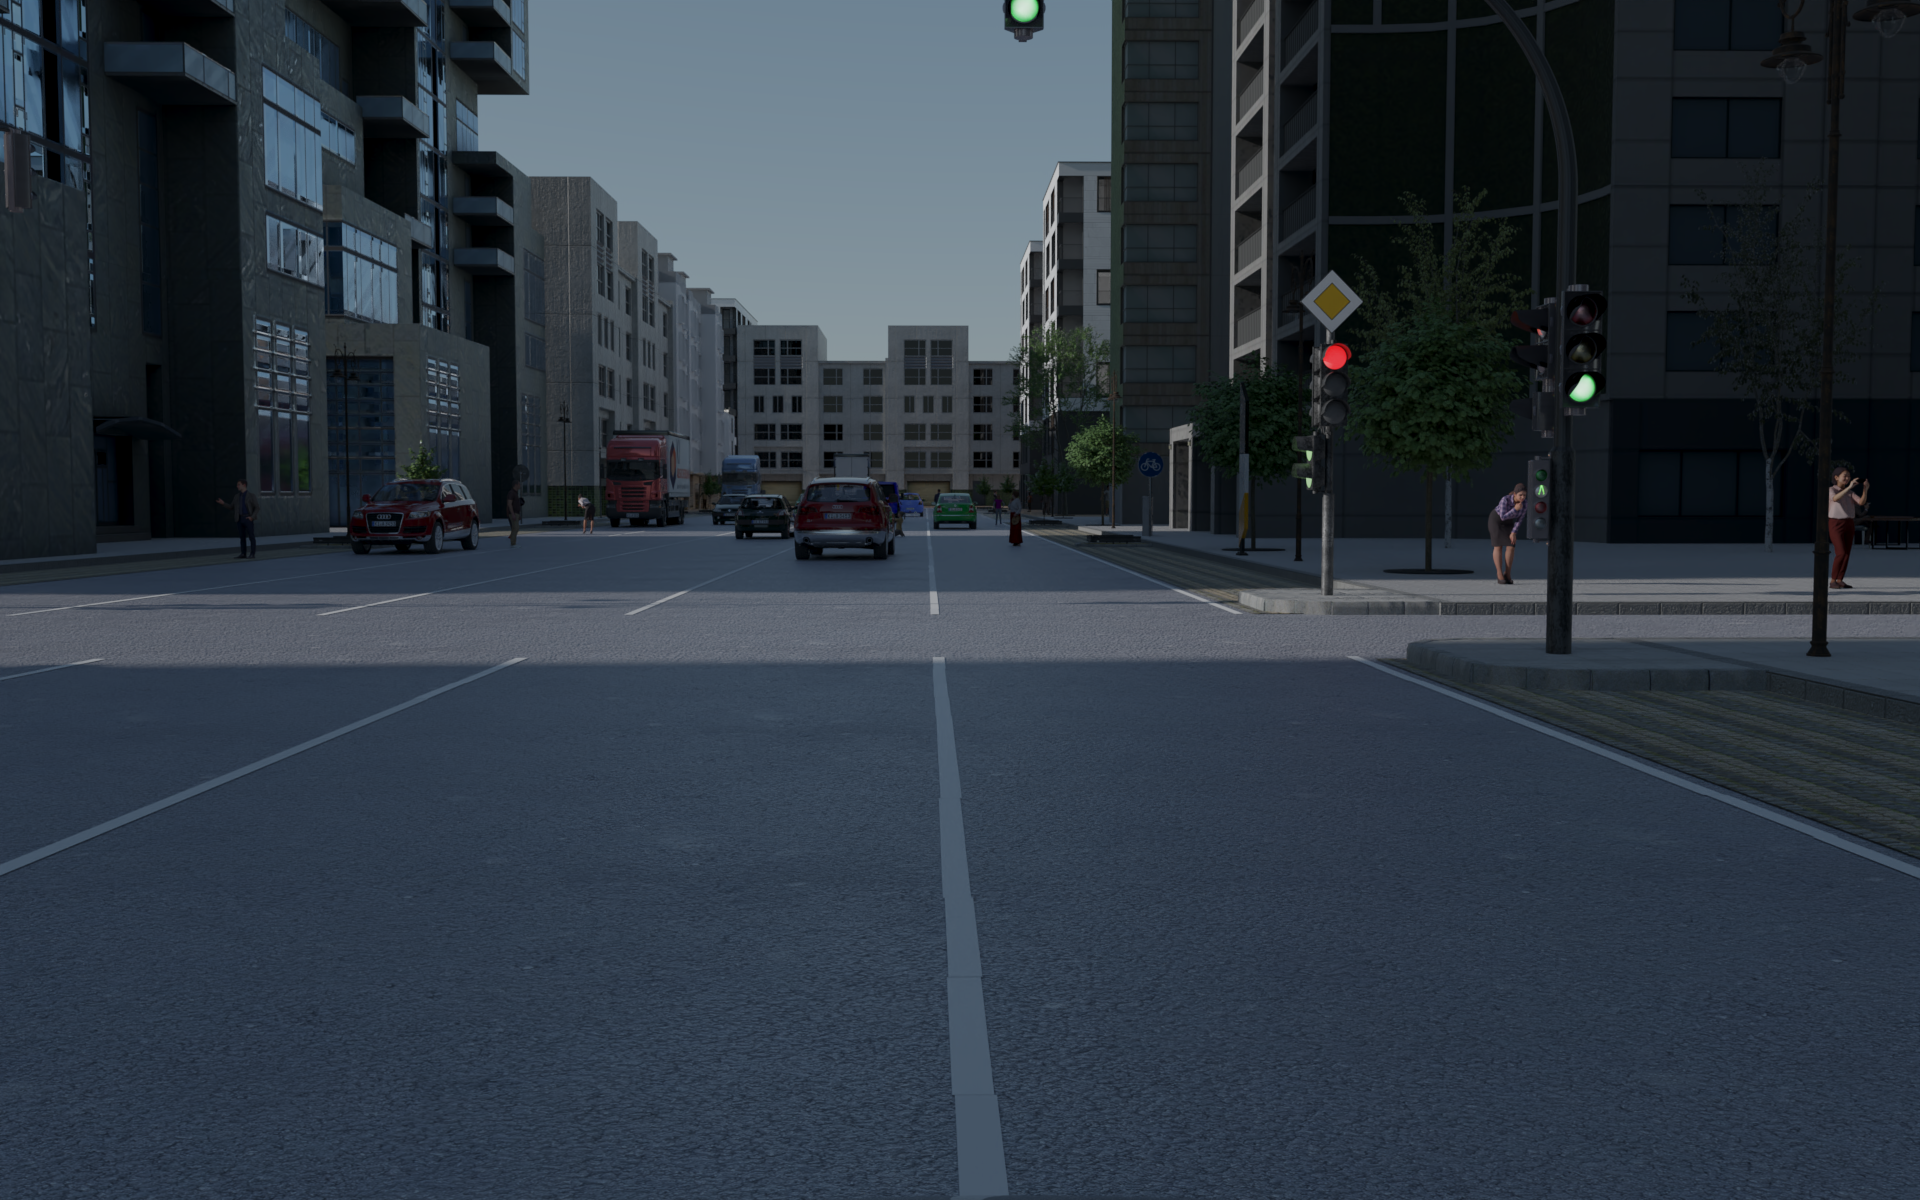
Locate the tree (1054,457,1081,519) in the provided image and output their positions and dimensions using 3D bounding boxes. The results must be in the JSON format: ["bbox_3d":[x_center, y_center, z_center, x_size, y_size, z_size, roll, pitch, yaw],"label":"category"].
[{"bbox_3d":[5.426,-5.881,90.758,1.663,3.219,1.824,0,3,0],"label":"tree"}]

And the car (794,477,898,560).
[{"bbox_3d":[-2.573,-1.879,39.398,2.281,1.827,5.304,0,4,1],"label":"car"}]

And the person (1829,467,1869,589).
[{"bbox_3d":[12.029,-0.978,23.501,0.517,1.644,0.566,2,4,27],"label":"person"}]

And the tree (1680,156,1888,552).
[{"bbox_3d":[17.771,-5.344,37.729,4.360,8.622,3.978,0,3,0],"label":"tree"}]

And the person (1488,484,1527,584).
[{"bbox_3d":[7.775,-0.931,24.493,0.421,1.427,0.697,-1,4,-15],"label":"person"}]

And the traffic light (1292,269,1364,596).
[{"bbox_3d":[4.636,-2.014,21.844,0.839,4.253,0.868,0,4,-1],"label":"traffic light"}]

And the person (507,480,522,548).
[{"bbox_3d":[-11.823,-2.292,46.098,0.434,1.807,0.598,1,4,10],"label":"person"}]

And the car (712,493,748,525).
[{"bbox_3d":[-10.686,-4.415,81.968,2.009,1.686,4.222,0,4,-1],"label":"car"}]

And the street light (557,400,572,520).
[{"bbox_3d":[-19.386,-6.863,84.990,0.468,5.910,1.993,0,4,-1],"label":"street light"}]

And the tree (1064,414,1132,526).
[{"bbox_3d":[5.912,-5.310,70.526,4.285,4.588,4.351,0,3,0],"label":"tree"}]

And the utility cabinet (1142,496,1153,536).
[{"bbox_3d":[5.805,-2.591,53.519,0.306,1.237,1.020,1,4,9],"label":"utility cabinet"}]

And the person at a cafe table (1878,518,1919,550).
[{"bbox_3d":[21.529,-1.813,40.509,1.726,1.238,1.698,3,5,44],"label":"person at a cafe table"}]

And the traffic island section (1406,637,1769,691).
[{"bbox_3d":[4.836,0.508,13.975,2.009,0.180,2.903,0,4,-1],"label":"traffic island section"}]

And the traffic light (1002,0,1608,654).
[{"bbox_3d":[2.706,-2.386,13.678,4.771,5.953,1.251,0,4,-1],"label":"traffic light"}]

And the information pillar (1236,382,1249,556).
[{"bbox_3d":[5.904,-2.732,36.026,0.183,3.616,0.504,0,4,-4],"label":"information pillar"}]

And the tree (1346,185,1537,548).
[{"bbox_3d":[11.317,-5.531,40.799,4.737,8.622,4.395,0,3,0],"label":"tree"}]

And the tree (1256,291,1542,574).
[{"bbox_3d":[7.738,-2.718,28.154,4.285,4.588,4.351,0,3,0],"label":"tree"}]

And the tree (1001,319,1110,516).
[{"bbox_3d":[6.235,-10.773,101.892,9.928,11.665,9.643,0,3,0],"label":"tree"}]

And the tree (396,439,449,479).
[{"bbox_3d":[-18.995,-4.074,61.213,1.663,3.219,1.824,0,3,0],"label":"tree"}]

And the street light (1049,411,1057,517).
[{"bbox_3d":[5.172,-7.577,96.665,0.468,5.910,1.993,0,4,-1],"label":"street light"}]

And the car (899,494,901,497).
[{"bbox_3d":[-4.142,-7.503,132.904,2.015,1.641,3.980,0,4,-3],"label":"car"}]

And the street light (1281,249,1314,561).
[{"bbox_3d":[6.469,-3.678,32.930,0.468,5.910,1.993,0,4,-1],"label":"street light"}]

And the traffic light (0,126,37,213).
[{"bbox_3d":[-13.971,-2.864,21.494,4.771,5.953,1.251,0,4,-1],"label":"traffic light"}]

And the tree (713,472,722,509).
[{"bbox_3d":[-20.497,-9.404,148.356,1.663,3.219,1.824,0,3,0],"label":"tree"}]

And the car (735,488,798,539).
[{"bbox_3d":[-6.292,-2.852,56.421,2.009,1.686,4.222,0,4,0],"label":"car"}]

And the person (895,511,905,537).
[{"bbox_3d":[-2.164,-2.555,58.195,0.695,0.859,0.347,1,4,20],"label":"person"}]

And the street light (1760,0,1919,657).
[{"bbox_3d":[6.800,-2.492,13.536,0.468,5.910,1.993,0,4,-1],"label":"street light"}]

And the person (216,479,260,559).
[{"bbox_3d":[-15.854,-1.775,38.054,0.617,1.759,0.750,2,4,31],"label":"person"}]

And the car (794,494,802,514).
[{"bbox_3d":[-7.578,-4.947,89.672,1.959,1.807,4.718,0,4,-1],"label":"car"}]

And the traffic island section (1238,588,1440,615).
[{"bbox_3d":[4.677,0.020,21.959,2.009,0.180,2.903,0,4,-1],"label":"traffic island section"}]

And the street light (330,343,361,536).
[{"bbox_3d":[-18.761,-4.906,53.005,0.468,5.910,1.993,0,4,-1],"label":"street light"}]

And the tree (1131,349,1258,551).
[{"bbox_3d":[6.759,-3.403,39.345,4.285,4.588,4.351,0,3,0],"label":"tree"}]

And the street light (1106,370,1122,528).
[{"bbox_3d":[5.726,-5.606,64.446,0.468,5.910,1.993,0,4,-1],"label":"street light"}]

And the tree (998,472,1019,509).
[{"bbox_3d":[4.198,-9.719,153.511,1.663,3.219,1.824,0,3,0],"label":"tree"}]

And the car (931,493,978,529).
[{"bbox_3d":[-0.228,-3.871,72.090,1.959,1.807,4.718,0,4,-1],"label":"car"}]

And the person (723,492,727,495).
[{"bbox_3d":[-11.985,-4.714,87.783,0.499,1.552,0.429,0,4,7],"label":"person"}]

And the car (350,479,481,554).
[{"bbox_3d":[-13.447,-2.097,42.961,2.281,1.827,5.304,0,4,0],"label":"car"}]

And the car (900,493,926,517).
[{"bbox_3d":[-3.169,-6.169,110.446,1.945,1.707,3.694,0,4,-1],"label":"car"}]
